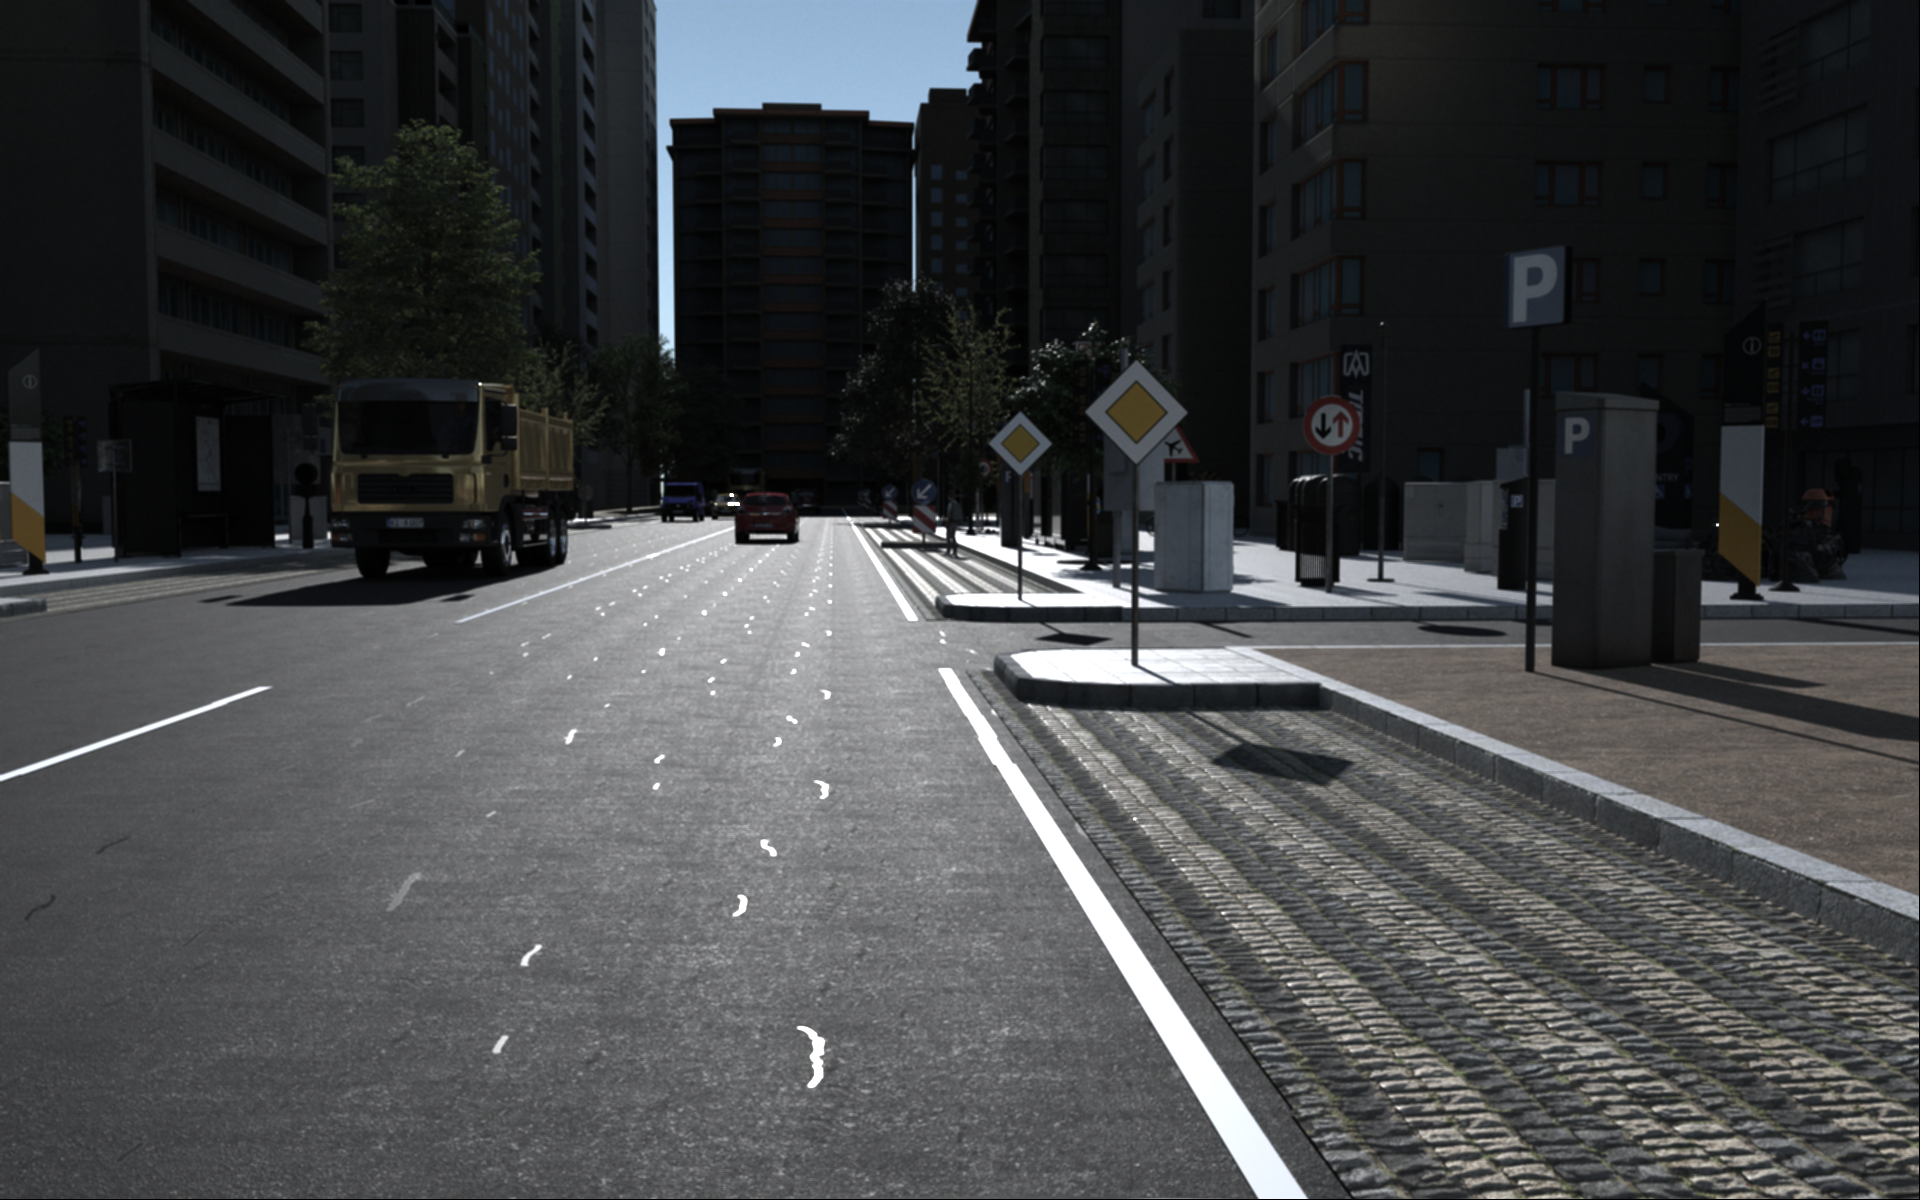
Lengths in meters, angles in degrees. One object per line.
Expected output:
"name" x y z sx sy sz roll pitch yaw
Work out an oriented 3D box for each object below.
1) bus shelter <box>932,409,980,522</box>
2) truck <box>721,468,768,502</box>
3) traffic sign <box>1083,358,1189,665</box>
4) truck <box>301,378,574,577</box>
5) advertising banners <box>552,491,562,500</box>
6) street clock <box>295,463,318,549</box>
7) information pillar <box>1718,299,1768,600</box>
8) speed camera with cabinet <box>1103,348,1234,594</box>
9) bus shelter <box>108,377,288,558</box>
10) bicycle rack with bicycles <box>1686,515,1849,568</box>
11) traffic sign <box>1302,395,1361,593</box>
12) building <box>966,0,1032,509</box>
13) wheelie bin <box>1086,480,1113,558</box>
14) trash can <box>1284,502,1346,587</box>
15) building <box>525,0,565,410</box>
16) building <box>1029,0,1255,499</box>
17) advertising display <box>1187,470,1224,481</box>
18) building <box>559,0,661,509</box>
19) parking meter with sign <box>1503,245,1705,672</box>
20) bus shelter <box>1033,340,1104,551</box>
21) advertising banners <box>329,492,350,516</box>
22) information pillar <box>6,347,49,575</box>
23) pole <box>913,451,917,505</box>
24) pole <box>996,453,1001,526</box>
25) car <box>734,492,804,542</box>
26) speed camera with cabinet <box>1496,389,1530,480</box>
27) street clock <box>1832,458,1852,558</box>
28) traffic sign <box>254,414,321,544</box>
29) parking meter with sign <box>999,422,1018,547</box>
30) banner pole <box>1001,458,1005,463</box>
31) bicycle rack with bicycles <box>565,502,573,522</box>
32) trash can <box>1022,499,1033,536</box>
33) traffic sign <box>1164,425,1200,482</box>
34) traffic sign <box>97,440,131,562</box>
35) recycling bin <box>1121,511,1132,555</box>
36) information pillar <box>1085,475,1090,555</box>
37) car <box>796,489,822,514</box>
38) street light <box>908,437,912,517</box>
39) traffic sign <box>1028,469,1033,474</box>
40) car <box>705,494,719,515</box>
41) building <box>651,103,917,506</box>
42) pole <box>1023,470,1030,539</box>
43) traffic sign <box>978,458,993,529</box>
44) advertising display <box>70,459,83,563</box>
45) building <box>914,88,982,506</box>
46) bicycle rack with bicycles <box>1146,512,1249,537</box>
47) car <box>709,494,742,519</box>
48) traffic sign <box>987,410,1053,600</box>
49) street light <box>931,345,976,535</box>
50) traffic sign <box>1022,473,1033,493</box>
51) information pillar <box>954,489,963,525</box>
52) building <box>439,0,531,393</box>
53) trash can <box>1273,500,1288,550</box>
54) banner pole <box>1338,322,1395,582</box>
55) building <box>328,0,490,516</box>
"bus shelter" -0.090 -6.223 79.374 2.179 5.291 8.768 0 4 -4
"truck" -16.291 -8.344 132.346 3.469 3.379 9.791 0 4 -5
"traffic sign" 1.306 -0.568 12.924 0.795 2.450 0.064 0 4 -4
"truck" -9.214 -2.208 32.021 3.469 3.379 9.791 0 4 -3
"advertising banners" -17.762 -4.921 76.643 0.090 3.025 2.074 0 4 0
"street clock" -15.365 -2.214 40.761 0.471 2.002 0.358 0 4 4
"information pillar" 9.504 -1.814 21.006 0.504 3.616 0.183 3 4 38
"speed camera with cabinet" 2.773 -1.761 23.125 0.660 3.252 2.038 -2 4 -34
"bus shelter" -16.468 -2.847 37.824 1.731 3.624 6.357 0 4 -4
"bicycle rack with bicycles" 14.429 -1.055 30.639 2.925 0.926 2.852 -1 4 -13
"traffic sign" 4.794 -1.366 22.437 0.768 2.556 0.104 0 4 -4
"building" 12.026 -30.282 149.731 22.147 44.769 28.867 0 4 -4
"wheelie bin" 2.929 -1.657 34.995 0.693 1.594 0.980 1 4 9
"trash can" 4.983 -0.762 24.119 0.748 1.137 0.748 0 3 0
"building" -37.646 -27.235 128.893 14.154 41.232 14.086 0 4 -4
"building" 11.040 -20.559 107.840 14.160 30.474 14.107 0 4 -4
"advertising display" 6.648 -2.552 46.940 0.974 1.923 0.123 1 4 12
"building" -48.236 -39.857 193.655 28.212 58.520 21.231 0 4 -4
"parking meter with sign" 4.824 -1.015 12.862 1.738 3.016 0.543 -2 4 -31
"bus shelter" 2.838 -3.996 42.971 2.179 5.291 8.768 0 4 -4
"advertising banners" -23.661 -4.332 67.017 0.090 3.025 2.074 1 4 21
"information pillar" -14.866 -2.216 27.588 0.504 3.616 0.183 -3 5 -45
"pole" -2.162 -5.448 82.919 0.158 3.312 0.155 0 3 0
"pole" 1.580 -4.679 70.342 0.158 3.312 0.155 0 3 0
"car" -5.904 -2.703 53.228 2.155 1.783 4.494 0 4 -3
"speed camera with cabinet" 10.960 -2.391 33.433 0.660 3.252 2.038 3 4 37
"street clock" 17.749 -1.853 34.871 0.358 2.002 0.471 3 4 38
"traffic sign" -17.474 -3.083 44.284 2.265 3.308 0.079 0 4 2
"parking meter with sign" 1.218 -2.830 42.526 0.543 3.016 1.738 0 4 -4
"banner pole" 1.873 -5.070 72.905 0.401 3.779 0.863 -1 4 -22
"bicycle rack with bicycles" -19.173 -4.080 80.088 2.852 0.926 2.925 -1 4 -18
"trash can" 2.009 -2.558 53.477 0.748 1.137 0.748 0 3 0
"traffic sign" 3.629 -1.804 29.500 0.884 2.594 0.081 0 4 5
"traffic sign" -15.857 -1.858 32.501 0.606 2.300 0.079 0 4 -2
"recycling bin" 3.416 -1.487 36.860 0.722 1.027 0.722 0 4 2
"information pillar" 2.737 -2.761 36.504 0.183 3.616 0.504 0 4 7
"car" -11.165 -7.172 125.938 2.281 1.827 5.304 0 4 -6
"street light" -3.256 -7.545 95.908 1.470 5.913 1.316 0 4 -4
"traffic sign" 2.239 -2.977 48.780 0.768 2.556 0.104 0 4 2
"car" -16.683 -6.752 120.186 2.009 1.686 4.222 0 4 -2
"building" -19.623 -33.176 197.053 28.867 44.769 22.147 0 4 -4
"pole" 1.910 -3.415 49.672 0.158 3.312 0.155 0 3 0
"traffic sign" 0.789 -3.766 61.678 0.768 2.556 0.104 0 4 4
"advertising display" -16.555 -1.668 32.481 0.123 1.923 0.974 -1 4 -23
"building" 2.344 -33.330 195.055 14.200 45.320 14.600 0 4 -4
"bicycle rack with bicycles" 7.413 -2.415 52.874 2.925 0.926 2.852 2 4 24
"car" -13.333 -5.453 99.382 2.015 1.641 3.980 0 4 -5
"traffic sign" 0.723 -1.055 20.888 0.795 2.450 0.064 0 4 -4
"street light" -0.202 -4.986 54.056 1.470 5.913 1.316 0 4 -4
"traffic sign" 2.154 -3.557 58.164 0.884 2.594 0.081 0 4 1
"information pillar" -0.050 -4.102 71.567 0.304 2.012 0.304 1 4 19
"building" -36.875 -28.413 114.671 14.600 45.320 14.200 0 4 -4
"trash can" 7.574 -1.721 39.784 0.748 1.137 0.748 0 3 0
"banner pole" 5.963 -2.165 25.414 0.863 3.779 0.401 1 4 12
"building" -35.769 -20.115 100.588 14.160 30.474 14.107 0 4 -4
